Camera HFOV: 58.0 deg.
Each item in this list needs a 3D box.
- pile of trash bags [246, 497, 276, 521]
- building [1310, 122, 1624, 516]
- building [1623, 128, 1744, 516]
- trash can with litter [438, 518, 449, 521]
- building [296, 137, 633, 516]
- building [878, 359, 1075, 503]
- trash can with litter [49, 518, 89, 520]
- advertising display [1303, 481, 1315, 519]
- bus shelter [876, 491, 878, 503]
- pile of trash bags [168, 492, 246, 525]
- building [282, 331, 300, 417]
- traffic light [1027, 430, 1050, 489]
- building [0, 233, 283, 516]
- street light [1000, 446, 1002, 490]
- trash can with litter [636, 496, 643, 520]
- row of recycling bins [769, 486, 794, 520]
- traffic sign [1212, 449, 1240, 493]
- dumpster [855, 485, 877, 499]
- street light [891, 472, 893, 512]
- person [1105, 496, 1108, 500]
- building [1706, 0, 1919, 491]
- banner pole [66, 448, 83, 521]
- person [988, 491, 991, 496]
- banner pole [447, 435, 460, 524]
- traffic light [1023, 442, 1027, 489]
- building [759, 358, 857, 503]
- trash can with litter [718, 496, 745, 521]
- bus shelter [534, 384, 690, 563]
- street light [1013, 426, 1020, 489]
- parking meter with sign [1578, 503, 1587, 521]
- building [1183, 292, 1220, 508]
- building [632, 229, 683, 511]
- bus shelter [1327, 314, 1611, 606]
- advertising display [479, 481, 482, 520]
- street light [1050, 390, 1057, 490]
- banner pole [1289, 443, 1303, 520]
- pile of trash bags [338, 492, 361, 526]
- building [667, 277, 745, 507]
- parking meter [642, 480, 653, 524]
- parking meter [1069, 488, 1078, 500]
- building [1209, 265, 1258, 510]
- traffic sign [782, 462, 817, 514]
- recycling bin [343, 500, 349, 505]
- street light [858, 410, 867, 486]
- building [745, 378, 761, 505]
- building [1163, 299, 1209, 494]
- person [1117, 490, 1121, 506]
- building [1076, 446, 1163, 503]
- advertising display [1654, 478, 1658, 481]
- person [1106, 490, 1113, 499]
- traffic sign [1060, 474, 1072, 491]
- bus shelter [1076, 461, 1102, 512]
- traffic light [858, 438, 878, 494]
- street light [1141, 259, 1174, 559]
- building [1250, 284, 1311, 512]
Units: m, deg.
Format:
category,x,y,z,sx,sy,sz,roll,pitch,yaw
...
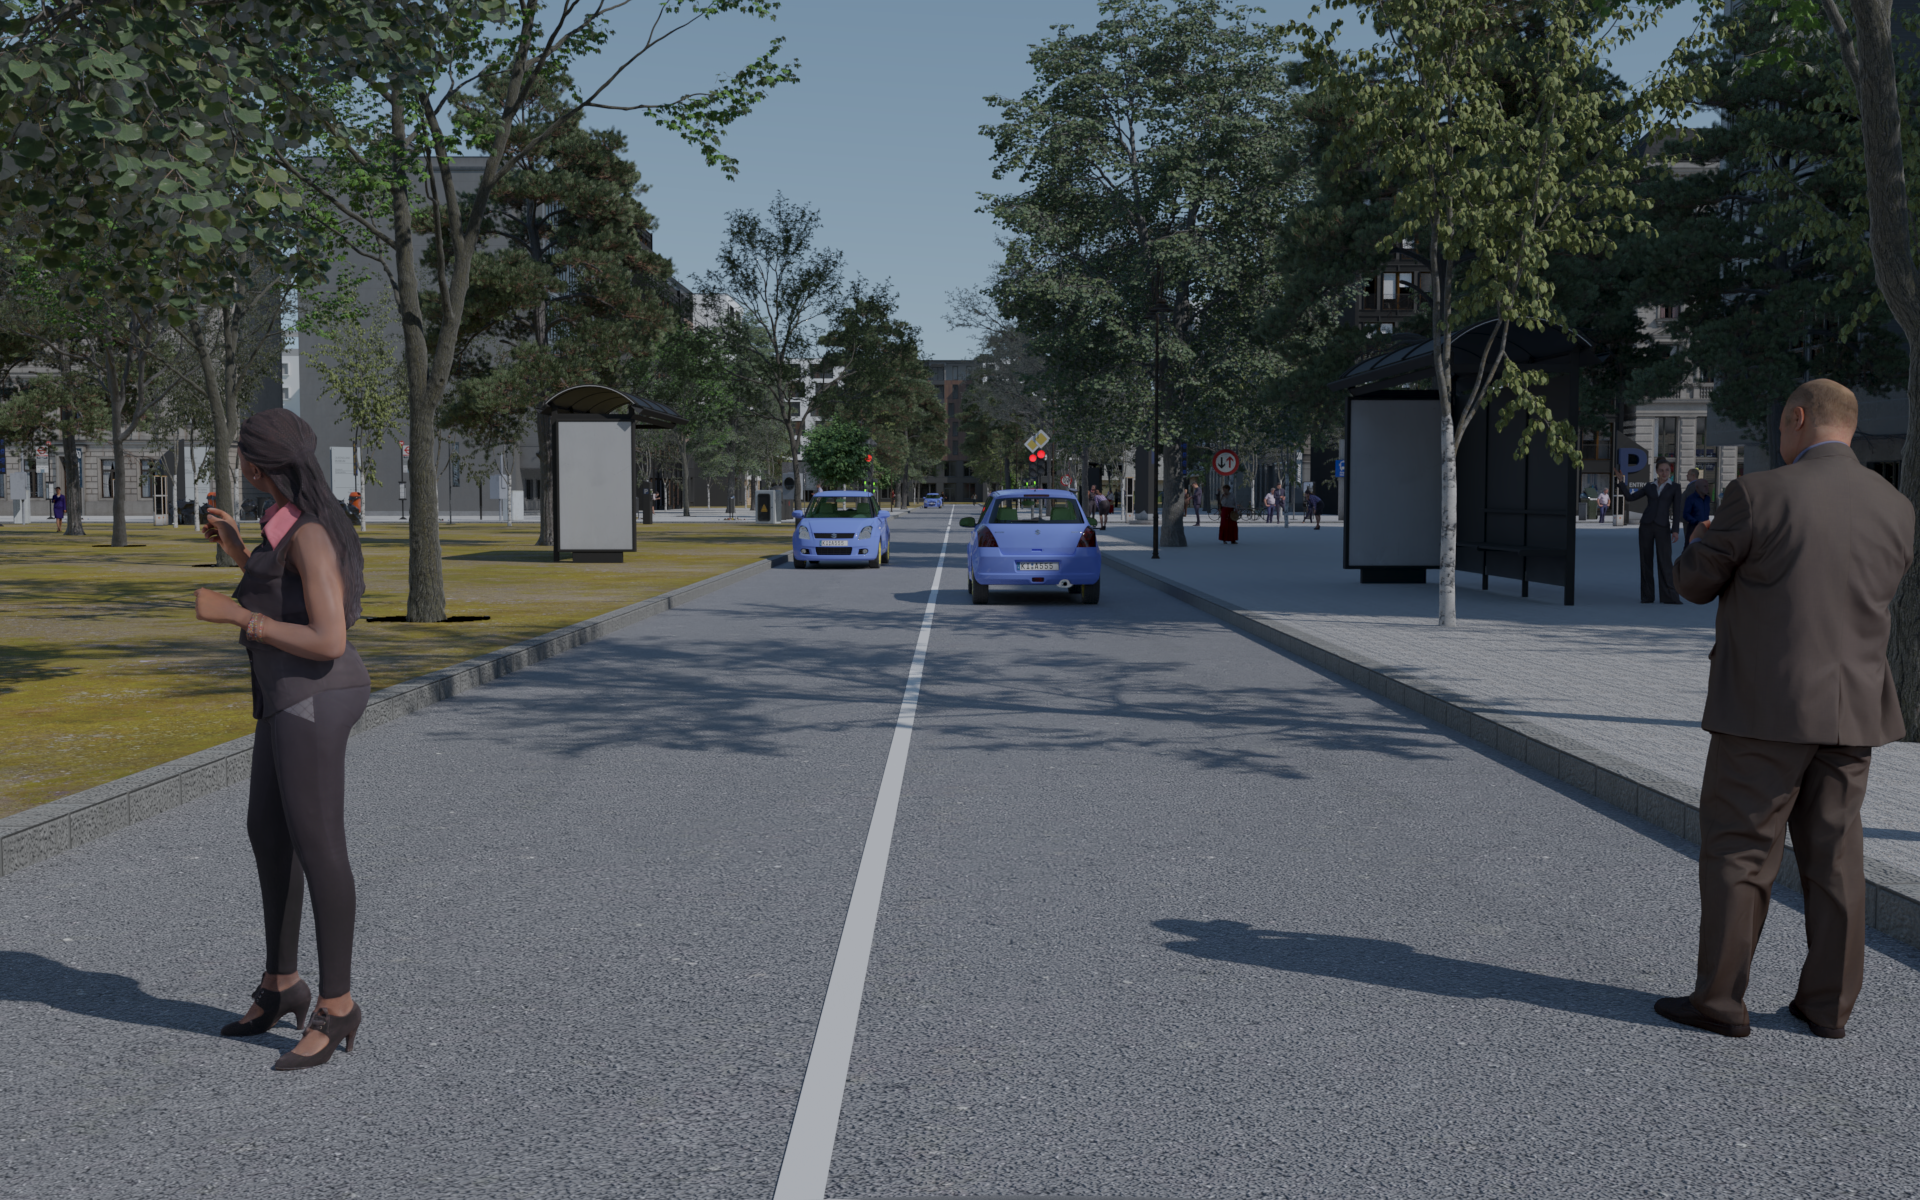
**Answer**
category,x,y,z,sx,sy,sz,roll,pitch,yaw
pile of trash bags,-34.549,-4.519,83.643,3.447,1.369,1.912,-1,4,-15
building,30.917,-16.967,107.096,15.834,23.373,12.332,0,3,0
building,48.807,-16.943,105.899,19.941,23.489,11.050,0,3,0
trash can with litter,-25.258,-4.386,82.771,1.678,1.210,2.233,-2,4,-25
building,-31.456,-18.124,115.400,14.314,24.678,30.058,0,3,0
building,1.222,-26.305,274.054,32.646,21.610,27.936,0,3,0
trash can with litter,-44.342,-4.607,86.377,1.678,1.210,2.233,-3,4,-39
advertising display,17.740,-5.067,88.065,0.123,1.923,0.974,-1,4,-20
bus shelter,-8.244,-10.644,151.667,2.179,5.291,8.768,0,4,0
pile of trash bags,-32.073,-3.861,72.877,1.912,1.369,3.447,1,4,12
building,-74.149,-21.474,207.521,11.380,20.091,16.016,0,3,0
traffic light,3.451,-5.212,74.464,0.839,4.213,0.868,0,3,0
building,-52.121,-14.745,105.710,19.286,19.102,10.561,0,3,0
street light,3.698,-11.281,157.227,0.468,5.910,1.993,0,3,0
trash can with litter,-16.764,-4.654,87.155,1.678,1.210,2.233,3,5,41
row of recycling bins,-8.977,-4.863,86.616,1.069,1.692,3.534,0,4,2
traffic sign,7.471,-2.975,48.744,0.768,2.556,0.104,1,4,9
dumpster,-5.449,-5.754,99.844,1.264,1.857,1.865,0,3,0
street light,-4.862,-9.182,122.913,0.468,5.910,1.993,0,3,0
person,17.979,-12.263,209.737,0.799,1.438,0.628,-1,4,-11
building,30.710,-13.526,40.210,14.314,24.678,30.058,0,3,0
banner pole,-42.256,-5.664,82.621,0.401,3.779,0.863,3,4,37
person,3.955,-13.570,228.573,0.621,1.740,0.551,2,4,24
banner pole,-21.497,-5.106,73.506,0.863,3.779,0.401,2,4,35
traffic light,3.434,-5.701,82.449,0.839,4.213,0.868,0,3,0
building,-32.055,-26.276,273.590,32.646,21.610,27.936,0,3,0
trash can with litter,-10.983,-4.505,84.707,1.678,1.210,2.233,0,4,7
bus shelter,-6.818,-2.490,34.631,2.014,3.302,5.546,0,4,0
street light,3.842,-8.869,117.798,0.468,5.910,1.993,0,3,0
parking meter with sign,29.423,-5.353,83.787,1.738,3.016,0.543,2,4,25
building,30.106,-18.870,164.945,16.016,20.091,11.380,0,3,0
building,-29.919,-18.970,139.837,12.332,23.373,15.834,0,3,0
bus shelter,6.294,-1.734,22.269,2.014,3.302,5.546,0,3,0
advertising display,-23.912,-4.967,86.419,0.123,1.923,0.974,-1,4,-15
street light,3.970,-6.181,73.846,0.468,5.910,1.993,0,3,0
banner pole,16.724,-5.866,85.932,0.863,3.779,0.401,-3,5,-39
pile of trash bags,-25.201,-3.709,70.389,1.912,1.369,3.447,0,4,5
building,-37.575,-20.183,173.964,27.936,21.610,32.646,0,3,0
parking meter,-13.212,-4.133,73.290,0.399,1.863,0.255,1,4,16
parking meter,4.741,-3.927,72.618,0.372,1.533,0.369,0,3,0
building,27.735,-18.023,149.435,10.420,20.320,16.860,0,3,0
traffic sign,-10.240,-7.133,110.496,2.265,3.308,0.079,0,4,6
recycling bin,-26.629,-3.816,74.953,0.722,1.027,0.722,-3,5,-40
street light,-4.712,-6.724,82.725,0.468,5.910,1.993,0,3,0
building,-29.899,-21.406,206.402,11.380,20.091,16.016,0,3,0
building,36.958,-21.668,198.244,27.936,21.610,32.646,0,3,0
person,17.434,-11.253,190.567,0.617,1.759,0.750,0,4,-5
building,33.490,-24.608,268.802,31.486,18.905,16.747,0,3,0
advertising display,28.646,-4.040,71.274,0.123,1.923,0.974,2,4,27
person,14.959,-10.226,173.110,0.709,1.838,0.599,-1,4,-15
traffic sign,6.868,-6.842,111.977,0.768,2.556,0.104,0,4,6
bus shelter,9.241,-8.176,124.959,1.731,3.624,6.357,0,3,0
traffic light,-4.327,-5.699,82.417,0.839,4.213,0.868,0,3,0
street light,3.883,-3.756,34.205,0.468,5.910,1.993,0,3,0
building,28.268,-17.254,131.245,9.793,20.994,18.267,0,3,0
